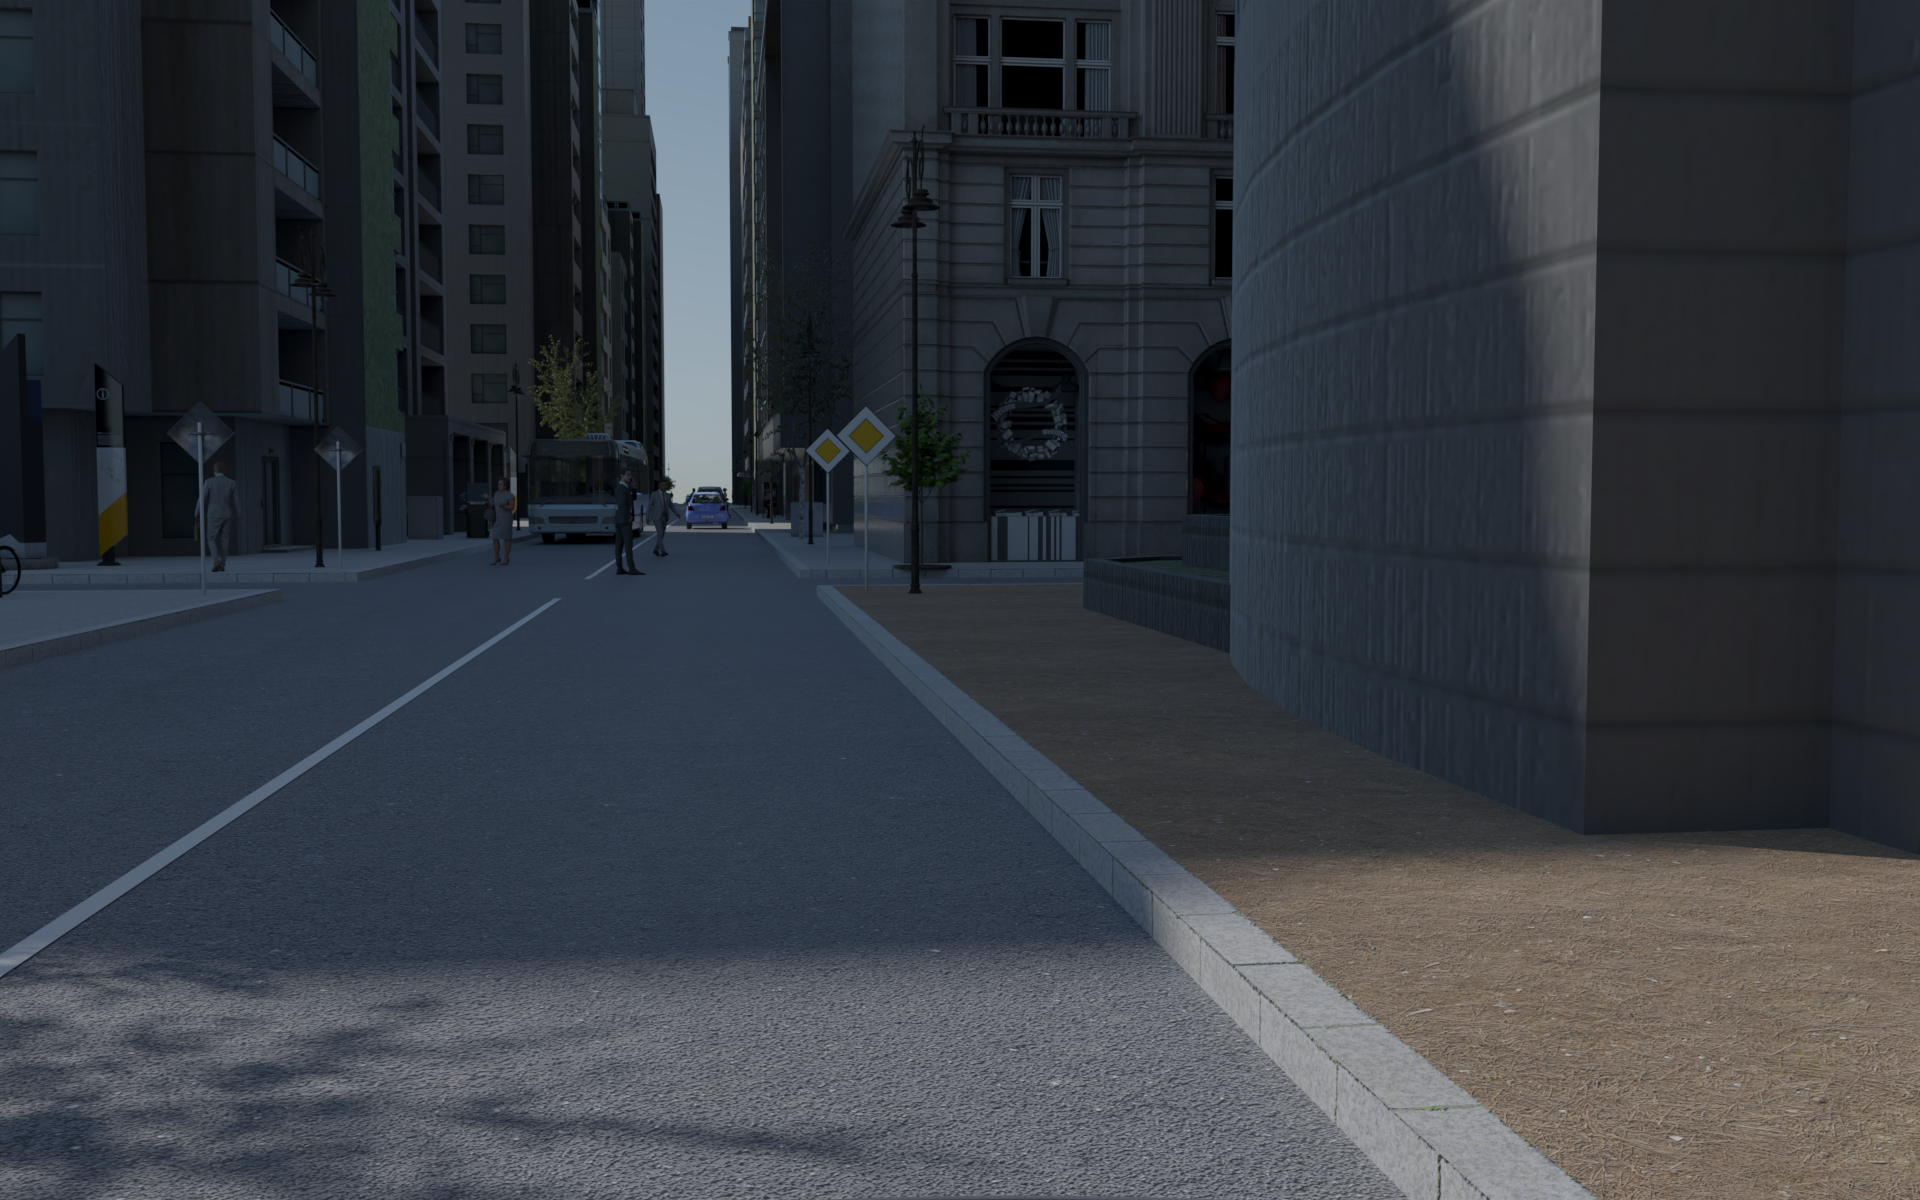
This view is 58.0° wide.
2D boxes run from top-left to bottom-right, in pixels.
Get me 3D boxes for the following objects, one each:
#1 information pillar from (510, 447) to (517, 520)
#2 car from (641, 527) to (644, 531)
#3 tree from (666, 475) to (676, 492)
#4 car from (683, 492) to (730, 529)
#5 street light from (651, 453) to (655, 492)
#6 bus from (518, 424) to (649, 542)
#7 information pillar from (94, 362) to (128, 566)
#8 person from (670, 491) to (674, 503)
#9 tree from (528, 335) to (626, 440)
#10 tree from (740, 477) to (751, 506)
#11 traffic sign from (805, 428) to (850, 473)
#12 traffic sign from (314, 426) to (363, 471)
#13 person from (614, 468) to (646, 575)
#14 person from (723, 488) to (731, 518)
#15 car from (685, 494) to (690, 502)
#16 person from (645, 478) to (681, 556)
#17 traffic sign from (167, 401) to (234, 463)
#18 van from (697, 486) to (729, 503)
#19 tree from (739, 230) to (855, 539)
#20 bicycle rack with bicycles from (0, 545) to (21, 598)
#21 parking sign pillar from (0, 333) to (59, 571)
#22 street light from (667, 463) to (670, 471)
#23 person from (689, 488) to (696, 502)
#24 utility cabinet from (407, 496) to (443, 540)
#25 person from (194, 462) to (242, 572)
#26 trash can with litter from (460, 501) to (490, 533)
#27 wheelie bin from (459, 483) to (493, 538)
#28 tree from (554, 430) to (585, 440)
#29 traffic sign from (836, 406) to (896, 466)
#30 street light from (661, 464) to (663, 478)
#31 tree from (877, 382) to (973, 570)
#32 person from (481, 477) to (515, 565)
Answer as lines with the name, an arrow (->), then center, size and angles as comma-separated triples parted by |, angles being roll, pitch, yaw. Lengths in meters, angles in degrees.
information pillar -> -21.979, -5.750, 85.364 | 0.504, 3.616, 0.183 | 3, 5, 39
car -> -12.837, -3.444, 65.108 | 1.959, 1.807, 4.718 | -1, 4, -9
tree -> -44.831, -17.061, 262.663 | 4.285, 4.588, 4.351 | 0, 3, 0
car -> -10.540, -3.820, 72.046 | 1.945, 1.707, 3.694 | -1, 4, -9
street light -> -33.481, -13.232, 189.124 | 0.468, 5.910, 1.993 | 0, 4, -8
bus -> -11.498, -3.634, 54.282 | 2.948, 3.499, 13.247 | 0, 4, -6
information pillar -> -15.149, -2.418, 30.892 | 0.504, 3.616, 0.183 | 0, 4, -3
person -> -42.435, -15.165, 254.513 | 0.617, 1.759, 0.750 | 0, 4, -3
tree -> -18.096, -7.980, 80.838 | 4.737, 8.622, 4.395 | 0, 3, 0
tree -> -23.876, -12.121, 192.777 | 1.663, 3.219, 1.824 | 0, 3, 0
traffic sign -> -2.328, -1.750, 30.799 | 0.795, 2.593, 0.064 | 0, 4, -8
traffic sign -> -10.643, -1.680, 29.656 | 0.795, 2.593, 0.064 | 0, 4, -8
person -> -5.900, -1.402, 30.793 | 0.474, 1.900, 0.648 | -2, 4, -25
person -> -13.479, -5.564, 99.695 | 0.641, 1.798, 0.478 | 0, 4, 7
car -> -40.074, -15.215, 258.355 | 1.945, 1.707, 3.694 | 0, 4, -6
person -> -6.876, -1.901, 39.862 | 0.678, 1.792, 0.850 | -3, 5, -42
traffic sign -> -9.532, -1.196, 21.748 | 0.795, 2.593, 0.064 | 0, 4, -8
van -> -13.458, -5.272, 93.213 | 2.013, 2.044, 4.112 | -1, 4, -8
tree -> -4.421, -6.049, 49.259 | 4.360, 8.622, 3.978 | 0, 3, 0
bicycle rack with bicycles -> -12.851, -0.470, 21.074 | 2.852, 0.926, 2.925 | 2, 4, 28
parking sign pillar -> -16.264, -2.515, 29.586 | 1.447, 3.967, 1.447 | 2, 4, 27
street light -> -42.226, -17.030, 251.234 | 0.468, 5.910, 1.993 | 0, 4, -8
person -> -15.507, -5.591, 100.259 | 0.444, 1.785, 0.601 | -1, 4, -17
utility cabinet -> -15.156, -2.321, 49.109 | 1.020, 1.237, 0.306 | 1, 4, 21
person -> -12.308, -1.380, 28.734 | 0.709, 1.813, 0.853 | -3, 4, -39
trash can with litter -> -14.764, -2.533, 52.805 | 0.624, 1.170, 1.055 | 0, 4, 6
wheelie bin -> -14.066, -2.600, 50.417 | 0.980, 1.594, 0.693 | -1, 4, -14
tree -> -19.619, -6.349, 87.518 | 4.285, 4.588, 4.351 | 0, 3, 0
traffic sign -> -1.217, -1.266, 22.892 | 0.795, 2.593, 0.064 | 0, 4, -8
street light -> -37.743, -15.093, 219.559 | 0.468, 5.910, 1.993 | 0, 4, -8
tree -> -0.766, -2.148, 29.719 | 1.663, 3.219, 1.824 | 0, 3, 0
person -> -9.334, -1.593, 34.902 | 0.716, 1.782, 0.532 | 2, 4, 24
